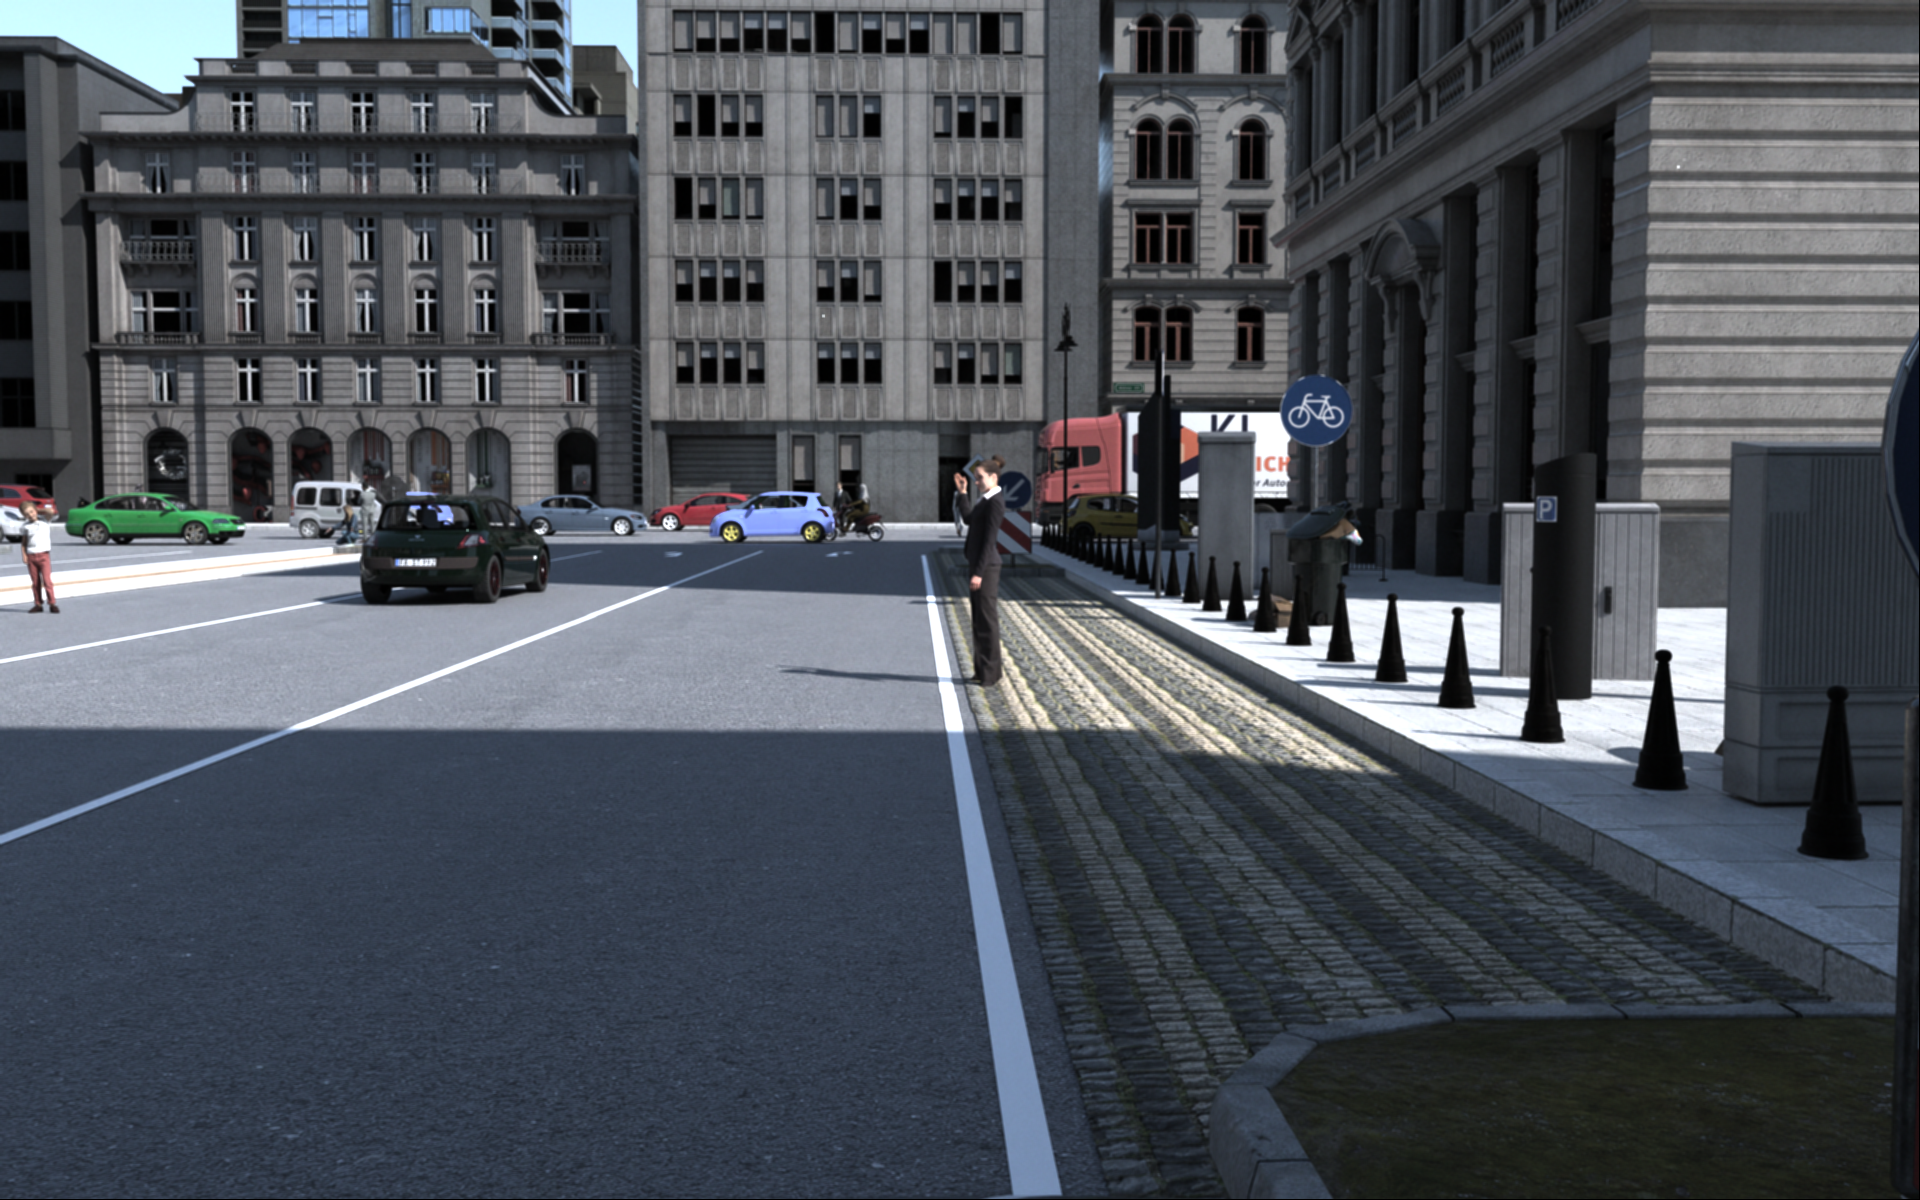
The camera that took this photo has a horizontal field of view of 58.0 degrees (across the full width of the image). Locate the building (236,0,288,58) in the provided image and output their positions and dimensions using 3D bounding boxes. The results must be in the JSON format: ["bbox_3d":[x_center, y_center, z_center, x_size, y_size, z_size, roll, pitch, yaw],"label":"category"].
[{"bbox_3d":[-86.517,-49.104,241.106,20.611,71.187,20.563,0,4,-2],"label":"building"}]

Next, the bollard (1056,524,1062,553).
[{"bbox_3d":[2.257,-1.314,37.518,0.229,0.601,0.229,0,3,0],"label":"bollard"}]

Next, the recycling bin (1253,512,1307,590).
[{"bbox_3d":[4.223,-0.669,23.494,0.722,1.027,0.722,3,5,39],"label":"recycling bin"}]

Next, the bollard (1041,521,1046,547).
[{"bbox_3d":[2.143,-1.576,41.805,0.229,0.601,0.229,0,3,0],"label":"bollard"}]

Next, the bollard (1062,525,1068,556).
[{"bbox_3d":[2.300,-1.227,36.096,0.229,0.601,0.229,0,3,0],"label":"bollard"}]

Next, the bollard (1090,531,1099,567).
[{"bbox_3d":[2.451,-0.878,30.405,0.229,0.601,0.229,0,3,0],"label":"bollard"}]

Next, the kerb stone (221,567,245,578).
[{"bbox_3d":[-12.608,-0.463,29.803,0.120,0.150,1.000,0,4,-2],"label":"kerb stone"}]

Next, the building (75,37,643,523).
[{"bbox_3d":[-26.116,-14.654,81.394,24.055,21.916,13.314,0,4,-2],"label":"building"}]

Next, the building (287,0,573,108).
[{"bbox_3d":[-45.030,-51.149,148.959,22.319,86.520,31.000,0,4,-2],"label":"building"}]

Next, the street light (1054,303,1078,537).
[{"bbox_3d":[2.558,-4.232,41.974,0.468,5.910,1.993,0,4,-2],"label":"street light"}]

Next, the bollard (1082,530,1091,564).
[{"bbox_3d":[2.414,-0.966,31.829,0.229,0.601,0.229,0,3,0],"label":"bollard"}]

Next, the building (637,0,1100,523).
[{"bbox_3d":[-4.073,-16.088,81.060,19.932,24.808,12.078,0,4,-2],"label":"building"}]

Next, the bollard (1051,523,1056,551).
[{"bbox_3d":[2.222,-1.401,38.940,0.229,0.601,0.229,0,3,0],"label":"bollard"}]

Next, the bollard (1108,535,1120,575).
[{"bbox_3d":[2.529,-0.704,27.545,0.229,0.601,0.229,0,3,0],"label":"bollard"}]

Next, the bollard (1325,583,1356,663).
[{"bbox_3d":[2.921,0.169,13.278,0.229,0.601,0.229,0,3,0],"label":"bollard"}]

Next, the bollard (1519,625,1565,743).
[{"bbox_3d":[3.034,0.430,9.007,0.229,0.601,0.229,0,3,0],"label":"bollard"}]

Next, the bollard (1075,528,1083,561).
[{"bbox_3d":[2.373,-1.053,33.251,0.229,0.601,0.229,0,3,0],"label":"bollard"}]

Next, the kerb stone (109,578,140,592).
[{"bbox_3d":[-12.491,-0.214,25.699,0.120,0.150,1.000,0,4,-2],"label":"kerb stone"}]

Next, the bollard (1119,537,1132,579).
[{"bbox_3d":[2.570,-0.616,26.112,0.229,0.601,0.229,0,3,0],"label":"bollard"}]

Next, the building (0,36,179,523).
[{"bbox_3d":[-53.153,-15.973,80.227,30.058,24.678,14.314,0,4,-2],"label":"building"}]

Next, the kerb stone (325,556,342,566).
[{"bbox_3d":[-12.745,-0.780,34.954,0.120,0.150,1.000,0,4,-2],"label":"kerb stone"}]

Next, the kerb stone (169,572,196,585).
[{"bbox_3d":[-12.551,-0.338,27.752,0.120,0.150,1.000,0,4,-2],"label":"kerb stone"}]

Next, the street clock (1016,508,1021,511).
[{"bbox_3d":[2.549,-4.315,75.117,0.471,2.002,0.358,3,4,39],"label":"street clock"}]

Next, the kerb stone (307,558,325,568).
[{"bbox_3d":[-12.717,-0.717,33.919,0.120,0.150,1.000,0,4,-2],"label":"kerb stone"}]

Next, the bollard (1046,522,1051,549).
[{"bbox_3d":[2.185,-1.488,40.362,0.229,0.601,0.229,0,3,0],"label":"bollard"}]

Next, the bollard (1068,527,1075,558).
[{"bbox_3d":[2.335,-1.140,34.673,0.229,0.601,0.229,0,3,0],"label":"bollard"}]

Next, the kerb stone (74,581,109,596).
[{"bbox_3d":[-12.458,-0.152,24.673,0.120,0.150,1.000,0,4,-2],"label":"kerb stone"}]

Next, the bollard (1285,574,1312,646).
[{"bbox_3d":[2.880,0.081,14.717,0.229,0.601,0.229,0,3,0],"label":"bollard"}]

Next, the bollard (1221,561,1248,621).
[{"bbox_3d":[2.804,-0.093,17.563,0.229,0.601,0.229,0,3,0],"label":"bollard"}]

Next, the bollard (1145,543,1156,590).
[{"bbox_3d":[2.645,-0.441,23.258,0.229,0.601,0.229,0,3,0],"label":"bollard"}]

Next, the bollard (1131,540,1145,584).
[{"bbox_3d":[2.609,-0.528,24.680,0.229,0.601,0.229,0,3,0],"label":"bollard"}]

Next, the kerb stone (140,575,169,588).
[{"bbox_3d":[-12.526,-0.275,26.726,0.120,0.150,1.000,0,4,-2],"label":"kerb stone"}]

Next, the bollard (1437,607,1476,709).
[{"bbox_3d":[2.995,0.343,10.434,0.229,0.601,0.229,0,3,0],"label":"bollard"}]

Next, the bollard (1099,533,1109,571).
[{"bbox_3d":[2.489,-0.792,28.983,0.229,0.601,0.229,0,3,0],"label":"bollard"}]

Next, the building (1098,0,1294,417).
[{"bbox_3d":[17.623,-18.080,82.992,23.554,28.519,14.401,0,4,-2],"label":"building"}]

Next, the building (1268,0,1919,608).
[{"bbox_3d":[12.127,-12.185,28.102,11.050,23.489,19.941,0,4,-2],"label":"building"}]

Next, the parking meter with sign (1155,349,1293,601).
[{"bbox_3d":[3.235,-1.510,20.952,1.738,3.016,0.543,1,4,9],"label":"parking meter with sign"}]

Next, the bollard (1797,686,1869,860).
[{"bbox_3d":[3.115,0.604,6.163,0.229,0.601,0.229,0,3,0],"label":"bollard"}]

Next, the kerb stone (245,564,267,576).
[{"bbox_3d":[-12.629,-0.526,30.829,0.120,0.150,1.000,0,4,-2],"label":"kerb stone"}]

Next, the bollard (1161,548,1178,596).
[{"bbox_3d":[2.686,-0.354,21.831,0.229,0.601,0.229,0,3,0],"label":"bollard"}]

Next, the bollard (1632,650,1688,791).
[{"bbox_3d":[3.074,0.517,7.585,0.229,0.601,0.229,0,3,0],"label":"bollard"}]

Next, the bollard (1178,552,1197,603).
[{"bbox_3d":[2.730,-0.267,20.407,0.229,0.601,0.229,0,3,0],"label":"bollard"}]

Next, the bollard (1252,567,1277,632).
[{"bbox_3d":[2.843,-0.006,16.141,0.229,0.601,0.229,0,3,0],"label":"bollard"}]

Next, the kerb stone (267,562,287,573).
[{"bbox_3d":[-12.664,-0.591,31.854,0.120,0.150,1.000,0,4,-2],"label":"kerb stone"}]

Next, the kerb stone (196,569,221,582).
[{"bbox_3d":[-12.580,-0.403,28.777,0.120,0.150,1.000,0,4,-2],"label":"kerb stone"}]

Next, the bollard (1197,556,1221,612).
[{"bbox_3d":[2.764,-0.180,18.984,0.229,0.601,0.229,0,3,0],"label":"bollard"}]

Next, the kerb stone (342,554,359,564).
[{"bbox_3d":[-12.771,-0.843,35.983,0.120,0.150,1.000,0,4,-2],"label":"kerb stone"}]

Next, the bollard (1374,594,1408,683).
[{"bbox_3d":[2.956,0.256,11.856,0.229,0.601,0.229,0,3,0],"label":"bollard"}]

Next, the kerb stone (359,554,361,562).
[{"bbox_3d":[-12.801,-0.906,37.008,0.120,0.150,1.000,0,4,-2],"label":"kerb stone"}]

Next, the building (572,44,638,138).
[{"bbox_3d":[-45.241,-34.328,184.972,21.600,48.544,21.300,0,4,-2],"label":"building"}]

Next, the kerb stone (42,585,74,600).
[{"bbox_3d":[-12.434,-0.088,23.637,0.120,0.150,1.000,0,4,-2],"label":"kerb stone"}]

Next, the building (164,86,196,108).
[{"bbox_3d":[-77.794,-32.859,187.358,14.200,45.320,14.600,0,4,-2],"label":"building"}]

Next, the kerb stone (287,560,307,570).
[{"bbox_3d":[-12.691,-0.650,32.886,0.120,0.150,1.000,0,4,-2],"label":"kerb stone"}]
